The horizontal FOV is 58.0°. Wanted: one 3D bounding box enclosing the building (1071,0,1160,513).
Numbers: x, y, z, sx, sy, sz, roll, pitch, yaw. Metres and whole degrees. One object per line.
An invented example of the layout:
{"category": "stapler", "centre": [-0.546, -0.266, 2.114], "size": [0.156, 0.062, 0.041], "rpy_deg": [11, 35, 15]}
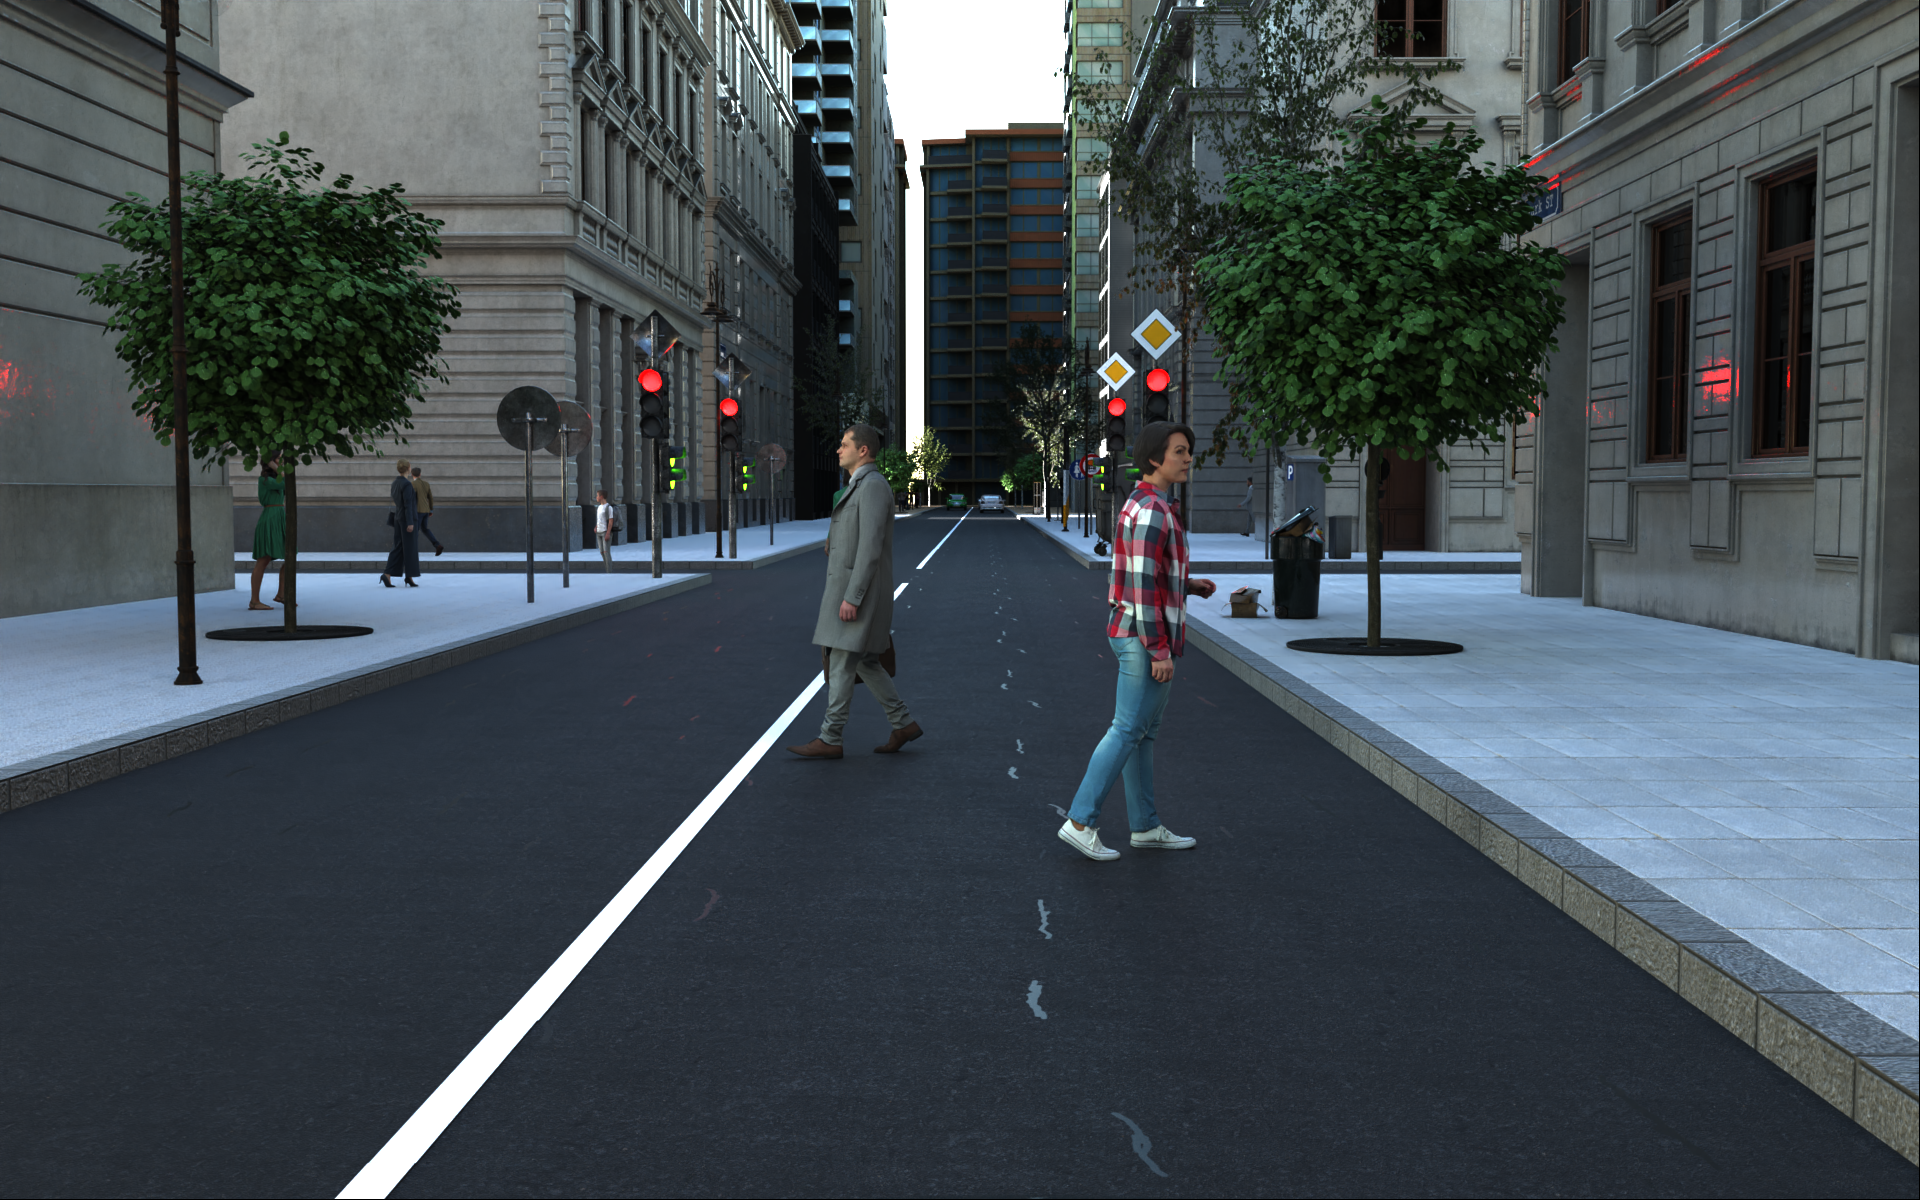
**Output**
{"category": "building", "centre": [14.897, -26.883, 123.136], "size": [14.154, 41.232, 14.086], "rpy_deg": [0, 4, 1]}

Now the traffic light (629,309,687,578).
{"category": "traffic light", "centre": [-4.617, -2.292, 26.388], "size": [0.839, 4.253, 0.868], "rpy_deg": [0, 4, 1]}

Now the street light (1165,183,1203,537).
{"category": "street light", "centre": [3.356, -3.250, 25.927], "size": [0.468, 5.910, 1.993], "rpy_deg": [0, 4, 1]}

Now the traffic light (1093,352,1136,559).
{"category": "traffic light", "centre": [3.057, -2.774, 34.281], "size": [0.839, 4.253, 0.868], "rpy_deg": [0, 4, 1]}

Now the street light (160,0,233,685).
{"category": "street light", "centre": [-5.215, -2.369, 11.526], "size": [0.468, 5.910, 1.993], "rpy_deg": [0, 4, 1]}

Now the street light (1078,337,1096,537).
{"category": "street light", "centre": [3.741, -4.791, 51.122], "size": [0.468, 5.910, 1.993], "rpy_deg": [0, 4, 1]}

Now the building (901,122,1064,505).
{"category": "building", "centre": [8.208, -33.780, 206.928], "size": [28.867, 44.769, 22.147], "rpy_deg": [0, 4, 1]}

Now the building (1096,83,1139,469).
{"category": "building", "centre": [15.433, -16.828, 94.201], "size": [14.314, 24.678, 30.058], "rpy_deg": [0, 4, 1]}

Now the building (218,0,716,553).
{"category": "building", "centre": [-13.210, -13.314, 46.555], "size": [11.050, 23.489, 19.941], "rpy_deg": [0, 4, 1]}

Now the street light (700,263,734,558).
{"category": "street light", "centre": [-4.857, -3.791, 34.775], "size": [0.468, 5.910, 1.993], "rpy_deg": [0, 4, 1]}

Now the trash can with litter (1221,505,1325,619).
{"category": "trash can with litter", "centre": [3.239, -0.399, 17.913], "size": [1.055, 1.170, 0.624], "rpy_deg": [1, 4, 12]}

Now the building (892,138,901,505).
{"category": "building", "centre": [-20.662, -33.781, 206.936], "size": [28.867, 44.769, 22.147], "rpy_deg": [0, 4, 1]}

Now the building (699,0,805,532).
{"category": "building", "centre": [-13.661, -16.666, 69.752], "size": [12.463, 27.353, 25.104], "rpy_deg": [0, 4, 1]}

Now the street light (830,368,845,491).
{"category": "street light", "centre": [-4.480, -5.563, 63.746], "size": [0.468, 5.910, 1.993], "rpy_deg": [0, 4, 1]}

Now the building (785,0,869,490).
{"category": "building", "centre": [-17.437, -49.616, 123.893], "size": [22.319, 86.520, 31.000], "rpy_deg": [0, 4, 1]}

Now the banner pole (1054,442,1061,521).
{"category": "banner pole", "centre": [4.719, -5.716, 83.476], "size": [0.401, 3.779, 0.863], "rpy_deg": [0, 4, 4]}

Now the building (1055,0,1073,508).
{"category": "building", "centre": [20.048, -32.167, 145.533], "size": [23.786, 49.044, 30.456], "rpy_deg": [0, 4, 1]}

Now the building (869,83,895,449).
{"category": "building", "centre": [-13.667, -30.051, 174.936], "size": [14.086, 41.232, 14.154], "rpy_deg": [0, 4, 1]}

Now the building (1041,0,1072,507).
{"category": "building", "centre": [18.674, -44.801, 170.749], "size": [20.563, 71.187, 20.611], "rpy_deg": [0, 4, 1]}

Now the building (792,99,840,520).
{"category": "building", "centre": [-13.194, -16.021, 91.627], "size": [12.332, 23.373, 15.834], "rpy_deg": [0, 4, 1]}

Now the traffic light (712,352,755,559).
{"category": "traffic light", "centre": [-4.504, -2.780, 34.372], "size": [0.839, 4.253, 0.868], "rpy_deg": [0, 4, 1]}

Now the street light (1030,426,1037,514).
{"category": "street light", "centre": [4.648, -8.335, 109.061], "size": [0.468, 5.910, 1.993], "rpy_deg": [0, 4, 1]}

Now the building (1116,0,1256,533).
{"category": "building", "centre": [13.587, -13.792, 67.303], "size": [13.314, 21.916, 24.055], "rpy_deg": [0, 4, 1]}

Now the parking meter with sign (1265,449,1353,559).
{"category": "parking meter with sign", "centre": [6.839, -2.314, 34.097], "size": [1.738, 3.016, 0.543], "rpy_deg": [-1, 4, -11]}

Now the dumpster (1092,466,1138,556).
{"category": "dumpster", "centre": [3.456, -1.868, 36.306], "size": [1.264, 1.857, 1.865], "rpy_deg": [0, 4, 1]}

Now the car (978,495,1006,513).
{"category": "car", "centre": [2.432, -7.268, 131.196], "size": [2.083, 1.381, 4.827], "rpy_deg": [0, 4, 1]}

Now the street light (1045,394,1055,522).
{"category": "street light", "centre": [4.121, -6.563, 80.093], "size": [0.468, 5.910, 1.993], "rpy_deg": [0, 4, 1]}

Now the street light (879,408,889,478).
{"category": "street light", "centre": [-4.046, -7.335, 92.716], "size": [0.468, 5.910, 1.993], "rpy_deg": [0, 4, 1]}

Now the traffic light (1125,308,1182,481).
{"category": "traffic light", "centre": [2.944, -2.286, 26.296], "size": [0.839, 4.253, 0.868], "rpy_deg": [0, 4, 1]}

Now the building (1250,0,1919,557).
{"category": "building", "centre": [17.826, -12.601, 42.178], "size": [21.152, 22.565, 11.583], "rpy_deg": [0, 4, 1]}

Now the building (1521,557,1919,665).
{"category": "building", "centre": [12.077, -10.753, 11.964], "size": [11.583, 22.565, 21.152], "rpy_deg": [0, 4, 1]}

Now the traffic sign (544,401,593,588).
{"category": "traffic sign", "centre": [-5.412, -1.444, 23.718], "size": [0.768, 2.556, 0.104], "rpy_deg": [0, 4, 1]}

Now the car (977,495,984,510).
{"category": "car", "centre": [2.679, -9.141, 161.822], "size": [2.083, 1.381, 4.827], "rpy_deg": [0, 4, -1]}

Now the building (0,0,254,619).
{"category": "building", "centre": [-24.123, -11.153, 15.644], "size": [30.059, 22.955, 16.112], "rpy_deg": [0, 4, 1]}

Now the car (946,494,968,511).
{"category": "car", "centre": [-0.282, -8.751, 151.869], "size": [1.959, 1.807, 4.718], "rpy_deg": [0, 4, 0]}

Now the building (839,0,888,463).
{"category": "building", "centre": [-20.417, -34.555, 154.209], "size": [28.713, 52.752, 27.495], "rpy_deg": [0, 4, 1]}
